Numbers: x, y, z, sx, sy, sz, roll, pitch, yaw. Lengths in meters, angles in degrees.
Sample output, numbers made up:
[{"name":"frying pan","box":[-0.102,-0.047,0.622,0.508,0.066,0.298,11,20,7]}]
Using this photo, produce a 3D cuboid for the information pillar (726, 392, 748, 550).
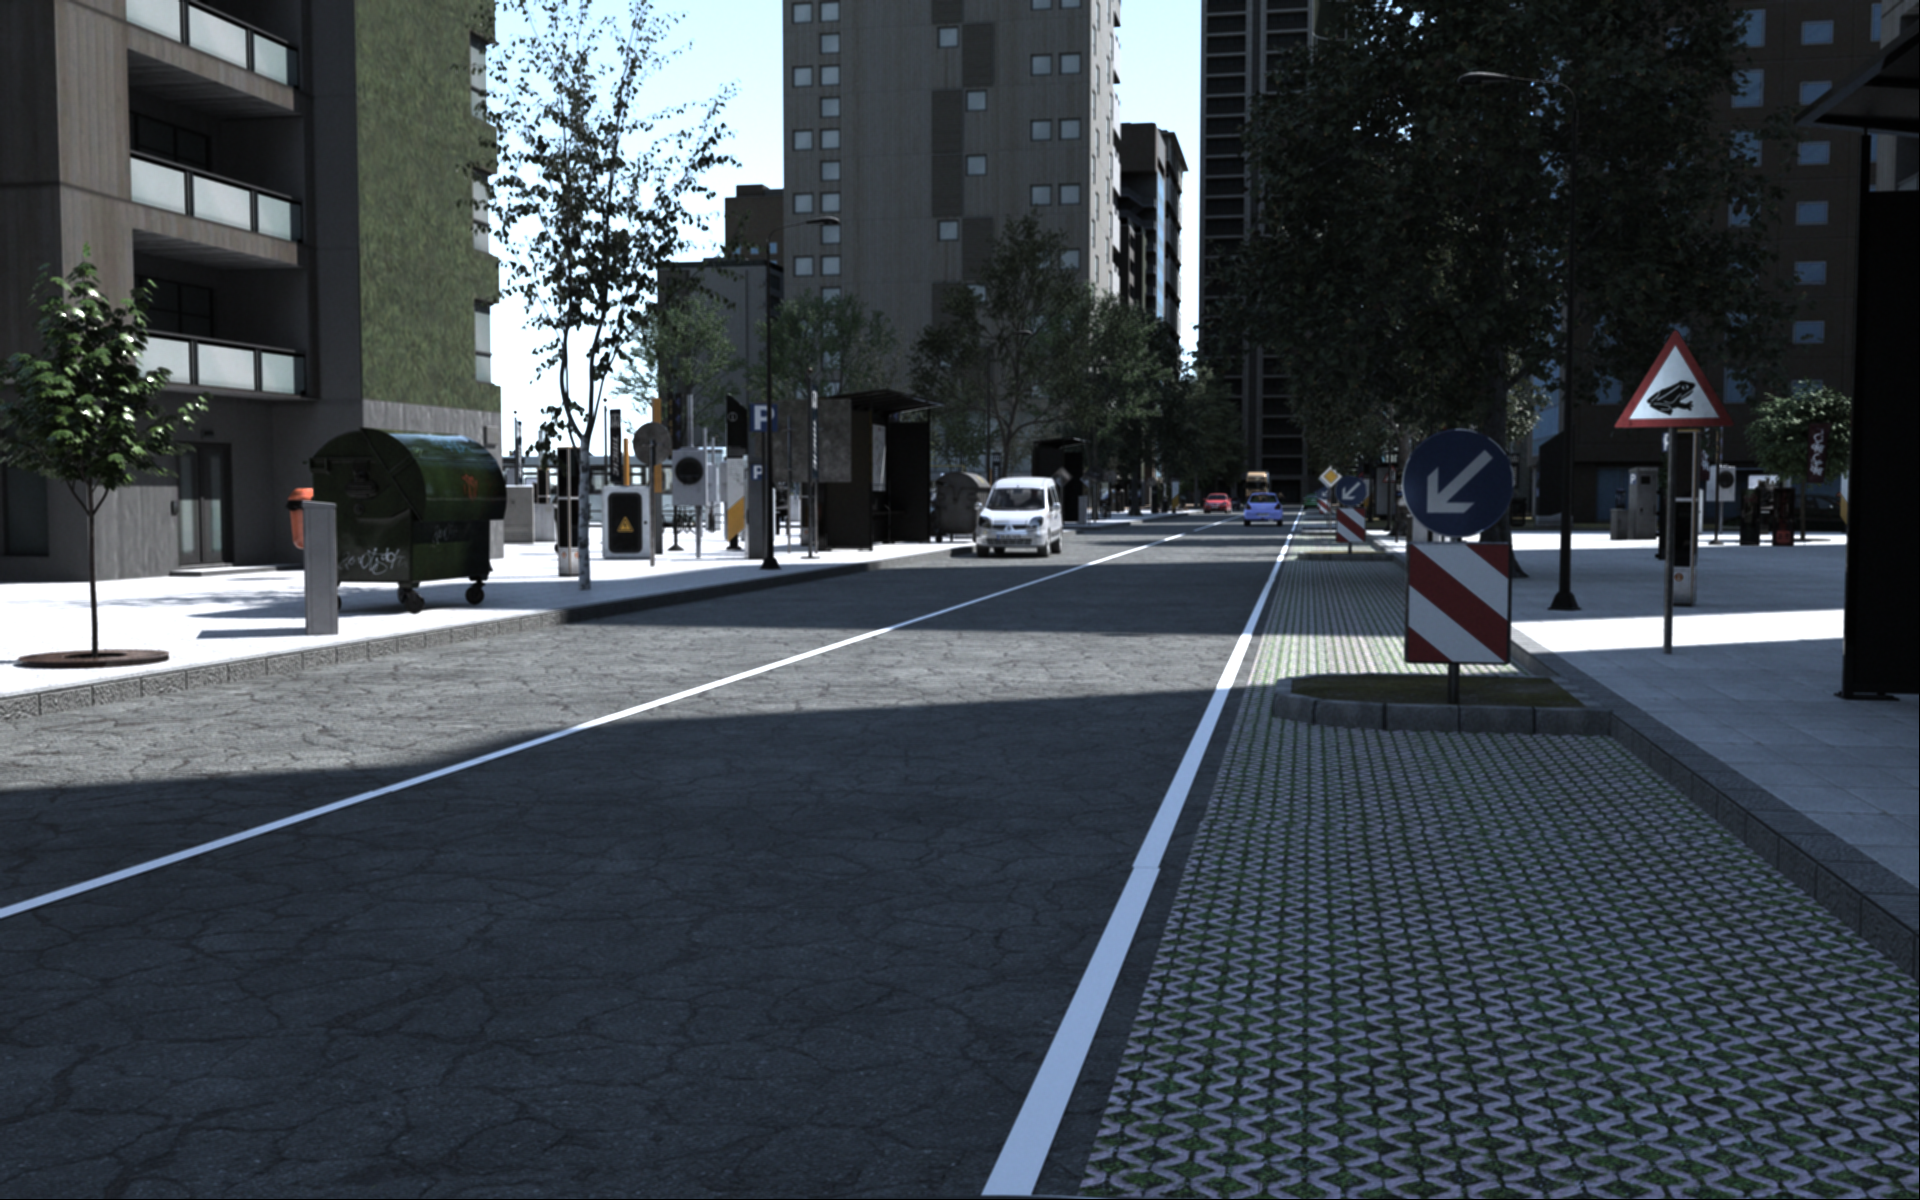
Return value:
[{"name":"information pillar","box":[-5.148,-2.973,39.956,0.504,3.616,0.183,0,4,-2]}]

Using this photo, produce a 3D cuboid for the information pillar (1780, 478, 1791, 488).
[{"name":"information pillar","box":[33.188,-3.986,69.668,0.304,2.012,0.304,-1,4,-18]}]

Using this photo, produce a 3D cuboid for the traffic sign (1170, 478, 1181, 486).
[{"name":"traffic sign","box":[15.462,-7.611,124.547,0.768,2.556,0.104,1,4,13]}]

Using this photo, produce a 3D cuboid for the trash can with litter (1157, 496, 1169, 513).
[{"name":"trash can with litter","box":[13.675,-6.518,117.954,1.055,1.170,0.624,2,4,26]}]

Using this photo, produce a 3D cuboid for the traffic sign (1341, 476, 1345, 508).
[{"name":"traffic sign","box":[27.236,-7.494,122.630,0.768,2.556,0.104,1,4,16]}]

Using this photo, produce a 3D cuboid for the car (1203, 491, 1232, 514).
[{"name":"car","box":[19.167,-7.325,128.804,2.155,1.783,4.494,1,4,13]}]

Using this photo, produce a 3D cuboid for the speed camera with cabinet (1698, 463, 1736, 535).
[{"name":"speed camera with cabinet","box":[23.407,-3.694,54.735,2.038,3.252,0.660,0,4,-8]}]

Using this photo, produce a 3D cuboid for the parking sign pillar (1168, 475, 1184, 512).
[{"name":"parking sign pillar","box":[15.835,-8.532,127.976,1.447,3.967,1.447,1,4,14]}]

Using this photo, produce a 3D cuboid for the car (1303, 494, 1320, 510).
[{"name":"car","box":[32.244,-9.113,157.799,1.959,1.807,4.718,1,4,13]}]

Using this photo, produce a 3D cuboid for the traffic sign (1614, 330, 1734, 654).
[{"name":"traffic sign","box":[5.686,-0.847,13.846,0.884,2.594,0.081,1,4,17]}]

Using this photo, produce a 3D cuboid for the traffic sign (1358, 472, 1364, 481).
[{"name":"traffic sign","box":[22.671,-5.925,96.980,0.768,2.556,0.104,1,4,13]}]

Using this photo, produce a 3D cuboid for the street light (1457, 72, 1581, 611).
[{"name":"street light","box":[6.180,-2.851,19.163,1.470,5.913,1.316,1,4,11]}]

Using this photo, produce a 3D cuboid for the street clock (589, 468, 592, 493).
[{"name":"street clock","box":[-9.423,-2.370,43.327,0.358,2.002,0.471,1,4,21]}]

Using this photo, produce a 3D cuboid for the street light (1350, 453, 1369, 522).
[{"name":"street light","box":[14.258,-5.329,59.675,1.470,5.913,1.316,1,4,11]}]

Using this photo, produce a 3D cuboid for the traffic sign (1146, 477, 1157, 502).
[{"name":"traffic sign","box":[14.292,-7.905,129.347,0.768,2.556,0.104,1,4,13]}]

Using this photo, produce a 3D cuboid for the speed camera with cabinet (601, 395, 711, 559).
[{"name":"speed camera with cabinet","box":[-6.040,-2.443,34.278,2.038,3.252,0.660,0,4,-5]}]

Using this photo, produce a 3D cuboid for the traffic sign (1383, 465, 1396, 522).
[{"name":"traffic sign","box":[19.518,-4.782,78.195,0.884,2.594,0.081,1,4,20]}]

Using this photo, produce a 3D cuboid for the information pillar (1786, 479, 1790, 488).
[{"name":"information pillar","box":[30.452,-4.422,63.662,0.183,3.616,0.504,1,4,21]}]

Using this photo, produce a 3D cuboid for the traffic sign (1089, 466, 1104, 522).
[{"name":"traffic sign","box":[6.121,-4.794,78.494,0.768,2.556,0.104,1,4,18]}]

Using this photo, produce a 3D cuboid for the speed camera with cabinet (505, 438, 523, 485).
[{"name":"speed camera with cabinet","box":[-16.027,-4.137,61.980,0.660,3.252,2.038,-1,4,-18]}]

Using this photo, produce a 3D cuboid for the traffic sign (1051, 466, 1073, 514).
[{"name":"traffic sign","box":[3.634,-3.562,61.873,0.795,2.450,0.064,1,4,11]}]

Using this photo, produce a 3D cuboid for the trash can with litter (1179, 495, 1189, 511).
[{"name":"trash can with litter","box":[17.486,-7.552,134.861,0.624,1.170,1.055,-1,4,-22]}]

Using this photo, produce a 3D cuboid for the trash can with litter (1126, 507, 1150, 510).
[{"name":"trash can with litter","box":[14.879,-8.080,143.169,2.233,1.210,1.678,2,4,24]}]

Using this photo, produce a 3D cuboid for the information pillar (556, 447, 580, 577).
[{"name":"information pillar","box":[-6.054,-1.374,26.954,0.304,2.012,0.304,3,5,40]}]

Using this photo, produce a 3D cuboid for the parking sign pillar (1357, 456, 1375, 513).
[{"name":"parking sign pillar","box":[28.079,-8.016,119.532,1.447,3.967,1.447,1,4,20]}]

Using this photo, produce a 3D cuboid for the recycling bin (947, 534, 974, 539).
[{"name":"recycling bin","box":[0.083,-2.384,51.529,0.722,1.027,0.722,-3,4,-37]}]

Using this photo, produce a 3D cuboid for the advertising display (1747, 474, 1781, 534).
[{"name":"advertising display","box":[25.508,-3.045,55.007,0.974,1.923,0.123,2,4,25]}]

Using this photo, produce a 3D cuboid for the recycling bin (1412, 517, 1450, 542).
[{"name":"recycling bin","box":[11.457,-1.800,41.983,0.722,1.027,0.722,3,5,43]}]

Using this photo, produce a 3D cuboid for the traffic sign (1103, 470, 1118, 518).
[{"name":"traffic sign","box":[8.052,-5.672,92.839,0.768,2.556,0.104,1,4,12]}]

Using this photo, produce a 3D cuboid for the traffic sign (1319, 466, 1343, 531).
[{"name":"traffic sign","box":[12.840,-3.447,60.007,0.795,2.450,0.064,1,4,11]}]

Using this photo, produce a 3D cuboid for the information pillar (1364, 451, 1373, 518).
[{"name":"information pillar","box":[22.232,-6.305,94.446,0.504,3.616,0.183,0,4,7]}]

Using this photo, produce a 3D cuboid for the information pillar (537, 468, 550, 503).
[{"name":"information pillar","box":[-11.958,-2.769,49.763,0.304,2.012,0.304,0,4,1]}]

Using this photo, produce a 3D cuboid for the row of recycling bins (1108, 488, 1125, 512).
[{"name":"row of recycling bins","box":[10.925,-7.191,124.690,1.069,1.692,3.534,2,4,26]}]

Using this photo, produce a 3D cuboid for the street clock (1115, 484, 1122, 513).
[{"name":"street clock","box":[11.004,-7.093,120.541,0.471,2.002,0.358,0,4,-1]}]

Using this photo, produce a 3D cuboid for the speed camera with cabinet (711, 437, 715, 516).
[{"name":"speed camera with cabinet","box":[-7.057,-3.527,51.997,2.038,3.252,0.660,-2,4,-28]}]

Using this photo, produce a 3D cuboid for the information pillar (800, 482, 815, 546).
[{"name":"information pillar","box":[-3.777,-2.353,42.957,0.304,2.012,0.304,1,4,12]}]

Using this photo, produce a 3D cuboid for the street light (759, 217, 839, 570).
[{"name":"street light","box":[-2.711,-3.472,29.300,1.470,5.913,1.316,1,4,11]}]

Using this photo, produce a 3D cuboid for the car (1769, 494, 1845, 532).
[{"name":"car","box":[30.144,-3.110,60.638,4.222,1.686,2.009,1,4,13]}]

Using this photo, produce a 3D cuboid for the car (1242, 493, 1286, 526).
[{"name":"car","box":[13.735,-4.203,78.308,1.945,1.707,3.694,1,4,11]}]

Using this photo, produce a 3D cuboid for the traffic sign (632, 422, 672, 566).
[{"name":"traffic sign","box":[-5.456,-1.868,30.650,0.768,2.556,0.104,1,4,16]}]

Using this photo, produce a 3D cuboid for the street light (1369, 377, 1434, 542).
[{"name":"street light","box":[10.196,-4.093,39.467,1.470,5.913,1.316,1,4,11]}]

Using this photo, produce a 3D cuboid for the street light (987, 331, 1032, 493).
[{"name":"street light","box":[1.346,-4.708,49.509,1.470,5.913,1.316,1,4,11]}]

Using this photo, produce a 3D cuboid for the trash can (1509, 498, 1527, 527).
[{"name":"trash can","box":[21.927,-3.456,68.151,0.748,1.137,0.748,0,3,0]}]

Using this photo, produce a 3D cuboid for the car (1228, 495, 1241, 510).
[{"name":"car","box":[24.604,-8.854,157.345,1.945,1.354,3.894,1,4,11]}]

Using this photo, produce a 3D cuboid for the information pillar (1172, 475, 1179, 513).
[{"name":"information pillar","box":[14.268,-7.547,114.741,0.504,3.616,0.183,1,4,23]}]

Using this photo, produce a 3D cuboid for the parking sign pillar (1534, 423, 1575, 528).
[{"name":"parking sign pillar","box":[22.714,-4.749,66.114,1.447,3.967,1.447,0,4,1]}]

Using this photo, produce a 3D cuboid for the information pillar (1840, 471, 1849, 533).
[{"name":"information pillar","box":[29.133,-4.007,56.877,0.183,3.616,0.504,0,4,-7]}]

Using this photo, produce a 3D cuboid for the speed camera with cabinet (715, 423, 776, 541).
[{"name":"speed camera with cabinet","box":[-5.873,-3.274,47.874,0.660,3.252,2.038,-3,5,-39]}]

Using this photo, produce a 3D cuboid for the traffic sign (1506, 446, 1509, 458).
[{"name":"traffic sign","box":[12.262,-2.438,39.969,0.768,2.556,0.104,1,4,19]}]

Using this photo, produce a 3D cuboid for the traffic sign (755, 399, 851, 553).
[{"name":"traffic sign","box":[-3.402,-2.661,37.380,2.265,3.308,0.079,1,4,20]}]

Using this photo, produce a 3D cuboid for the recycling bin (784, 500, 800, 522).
[{"name":"recycling bin","box":[-7.657,-4.084,79.322,0.722,1.027,0.722,0,4,1]}]

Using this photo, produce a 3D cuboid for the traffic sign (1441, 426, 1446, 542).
[{"name":"traffic sign","box":[9.326,-2.043,33.399,0.884,2.594,0.081,1,4,20]}]

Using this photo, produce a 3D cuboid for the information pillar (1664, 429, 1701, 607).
[{"name":"information pillar","box":[8.255,-0.936,19.792,0.304,2.012,0.304,2,4,31]}]

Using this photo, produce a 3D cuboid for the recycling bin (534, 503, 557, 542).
[{"name":"recycling bin","box":[-11.136,-2.083,46.612,0.722,1.027,0.722,0,4,4]}]

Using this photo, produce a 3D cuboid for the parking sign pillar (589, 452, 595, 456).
[{"name":"parking sign pillar","box":[-22.005,-7.129,105.039,1.447,3.967,1.447,-1,4,-12]}]
